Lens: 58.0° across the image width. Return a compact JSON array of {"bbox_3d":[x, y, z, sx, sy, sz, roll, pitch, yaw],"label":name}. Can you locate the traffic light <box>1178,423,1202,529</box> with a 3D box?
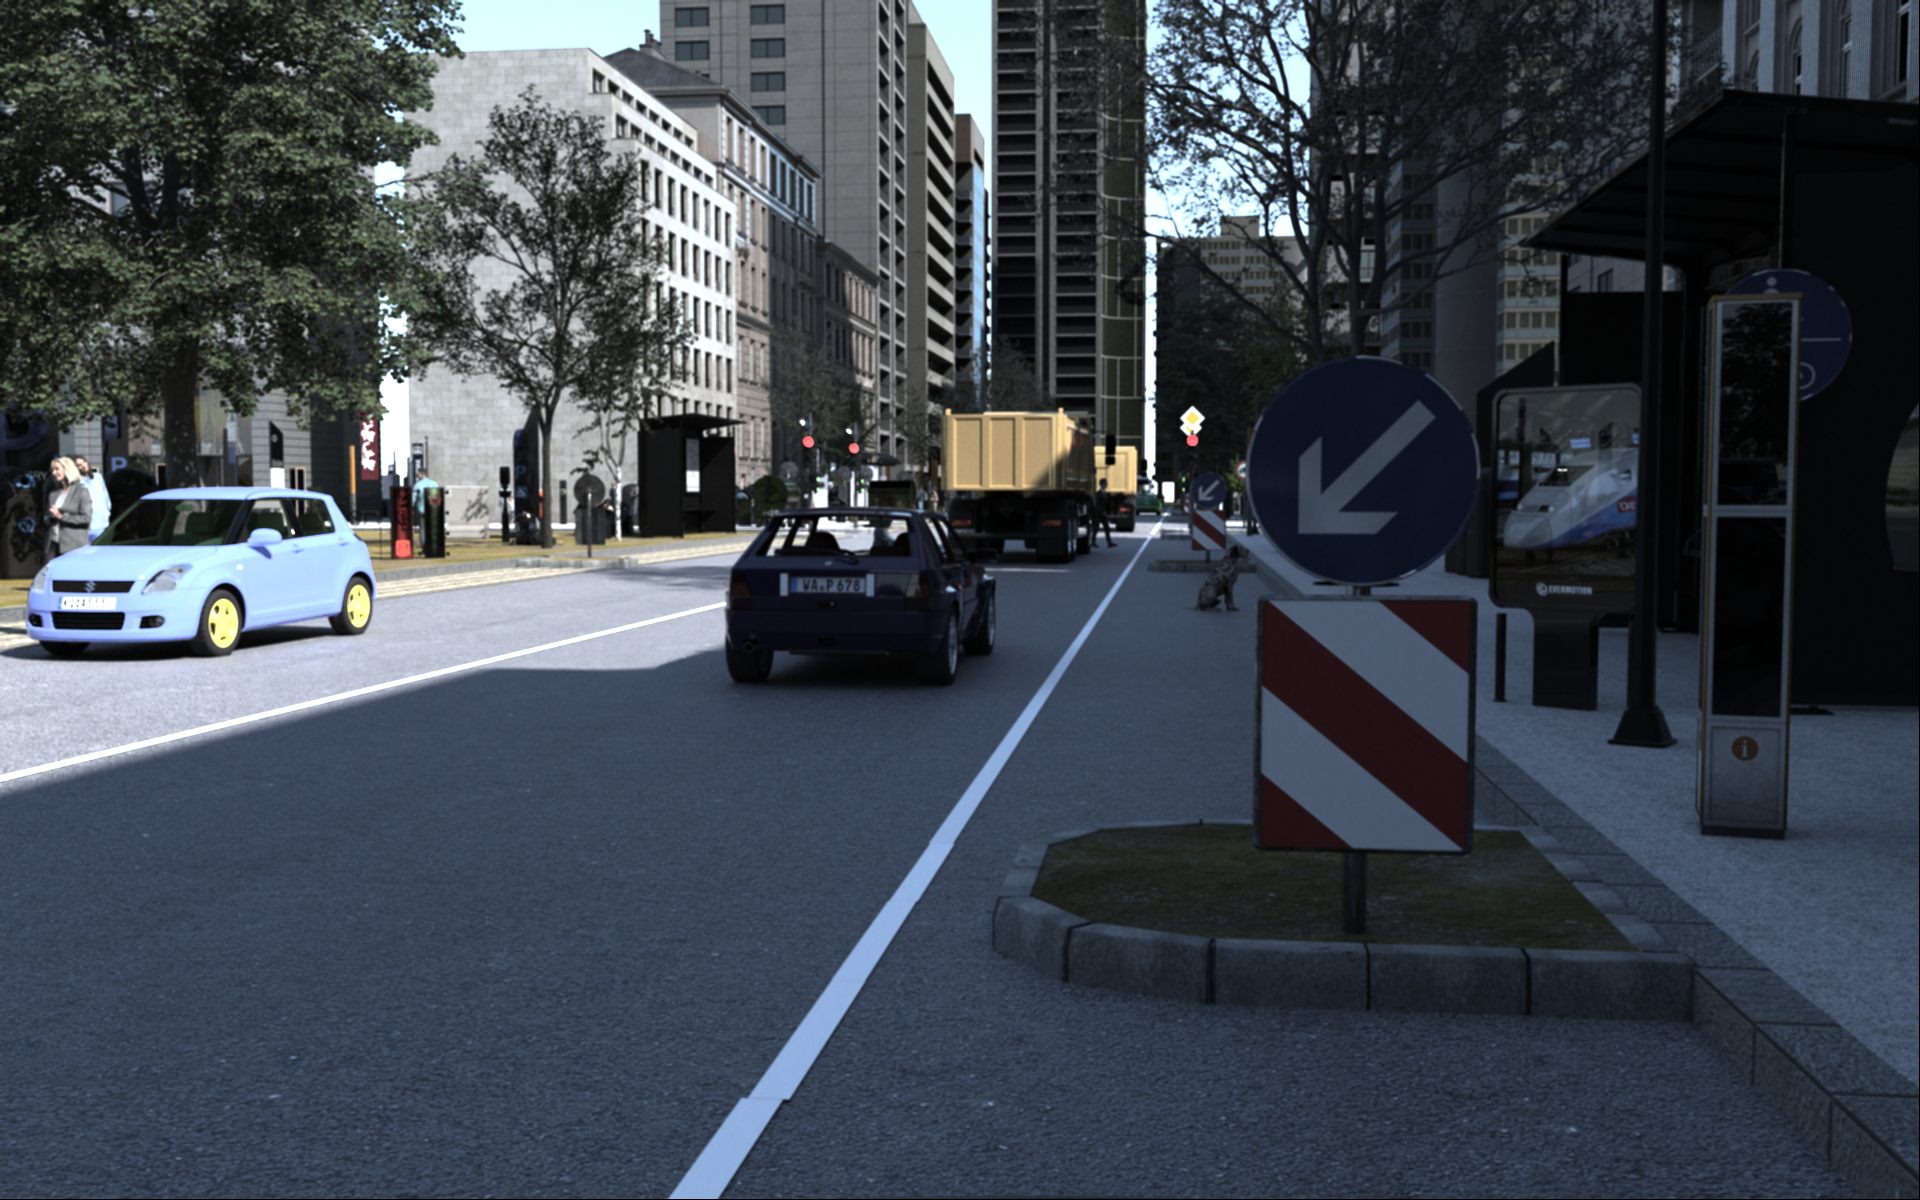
[{"bbox_3d":[8.387,-4.539,63.136,0.839,4.253,0.868,0,4,7],"label":"traffic light"}]

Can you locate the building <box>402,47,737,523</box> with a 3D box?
[{"bbox_3d":[-17.948,-13.972,83.189,10.420,20.320,16.860,0,4,7],"label":"building"}]

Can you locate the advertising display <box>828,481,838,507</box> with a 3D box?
[{"bbox_3d":[-6.481,-4.896,85.258,0.974,1.923,0.123,0,4,1],"label":"advertising display"}]

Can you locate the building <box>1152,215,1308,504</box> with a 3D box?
[{"bbox_3d":[39.287,-33.787,244.304,23.993,40.220,32.217,0,4,7],"label":"building"}]

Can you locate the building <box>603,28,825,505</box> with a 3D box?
[{"bbox_3d":[-16.662,-18.756,103.923,12.463,27.353,25.104,0,4,7],"label":"building"}]

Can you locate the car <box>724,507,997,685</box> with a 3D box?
[{"bbox_3d":[-0.713,-0.113,14.428,1.945,1.354,3.894,0,4,8],"label":"car"}]

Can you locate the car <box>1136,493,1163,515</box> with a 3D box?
[{"bbox_3d":[12.753,-6.655,117.601,1.959,1.807,4.718,1,4,9],"label":"car"}]

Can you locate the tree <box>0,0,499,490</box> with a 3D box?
[{"bbox_3d":[-12.123,-7.322,26.370,9.857,13.997,8.962,0,3,0],"label":"tree"}]

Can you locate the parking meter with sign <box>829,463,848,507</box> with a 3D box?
[{"bbox_3d":[-6.466,-6.165,97.052,1.738,3.016,0.543,2,4,32],"label":"parking meter with sign"}]

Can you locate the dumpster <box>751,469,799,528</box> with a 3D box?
[{"bbox_3d":[-7.073,-3.889,66.084,1.502,2.255,1.985,0,4,7],"label":"dumpster"}]

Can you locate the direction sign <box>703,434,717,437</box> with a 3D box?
[{"bbox_3d":[-9.509,-4.460,64.924,0.876,3.537,0.379,0,4,7],"label":"direction sign"}]

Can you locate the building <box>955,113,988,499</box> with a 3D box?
[{"bbox_3d":[-4.929,-33.678,200.750,14.200,45.320,14.600,0,4,7],"label":"building"}]

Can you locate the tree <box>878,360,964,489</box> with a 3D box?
[{"bbox_3d":[-2.293,-8.845,94.985,4.360,8.622,3.978,0,3,0],"label":"tree"}]

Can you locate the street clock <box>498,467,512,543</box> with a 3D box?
[{"bbox_3d":[-12.052,-2.528,45.905,0.358,2.002,0.471,-1,4,-19],"label":"street clock"}]

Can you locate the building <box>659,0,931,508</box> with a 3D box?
[{"bbox_3d":[-13.352,-43.632,151.633,20.563,71.187,20.611,0,4,7],"label":"building"}]

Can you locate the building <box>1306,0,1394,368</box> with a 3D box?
[{"bbox_3d":[45.907,-34.668,156.052,28.713,52.752,27.495,0,4,7],"label":"building"}]

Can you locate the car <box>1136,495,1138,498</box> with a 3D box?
[{"bbox_3d":[14.926,-8.503,151.391,2.083,1.381,4.827,1,4,8],"label":"car"}]

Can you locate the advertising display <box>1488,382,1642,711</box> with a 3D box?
[{"bbox_3d":[3.631,-0.314,10.345,0.123,1.923,0.974,-3,5,-43],"label":"advertising display"}]

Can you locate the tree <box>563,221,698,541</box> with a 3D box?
[{"bbox_3d":[-9.316,-5.934,47.384,4.360,8.622,3.978,0,3,0],"label":"tree"}]

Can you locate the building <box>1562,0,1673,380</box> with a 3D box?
[{"bbox_3d":[39.350,-38.949,75.063,20.611,71.187,20.563,0,4,7],"label":"building"}]

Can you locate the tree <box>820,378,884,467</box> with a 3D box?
[{"bbox_3d":[-6.934,-9.710,109.122,4.737,8.622,4.395,0,3,0],"label":"tree"}]

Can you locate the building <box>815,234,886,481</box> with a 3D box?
[{"bbox_3d":[-12.929,-17.812,127.378,11.583,22.565,21.152,0,4,7],"label":"building"}]

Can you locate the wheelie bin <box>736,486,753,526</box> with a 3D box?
[{"bbox_3d":[-8.702,-3.796,69.967,0.693,1.594,0.980,0,4,-3],"label":"wheelie bin"}]

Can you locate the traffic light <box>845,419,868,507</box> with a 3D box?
[{"bbox_3d":[-3.878,-4.633,64.670,0.839,4.253,0.868,0,4,7],"label":"traffic light"}]

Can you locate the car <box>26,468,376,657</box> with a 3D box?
[{"bbox_3d":[-7.129,-0.420,16.465,1.945,1.707,3.694,1,4,9],"label":"car"}]

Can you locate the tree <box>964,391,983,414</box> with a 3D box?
[{"bbox_3d":[0.778,-10.498,121.997,4.360,8.622,3.978,0,3,0],"label":"tree"}]

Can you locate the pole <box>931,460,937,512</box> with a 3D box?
[{"bbox_3d":[-1.608,-6.661,102.752,0.158,3.312,0.155,0,3,0],"label":"pole"}]

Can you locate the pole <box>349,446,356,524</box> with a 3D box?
[{"bbox_3d":[-25.641,-4.848,73.106,0.158,3.312,0.155,0,3,0],"label":"pole"}]

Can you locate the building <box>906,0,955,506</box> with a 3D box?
[{"bbox_3d":[-12.416,-33.661,174.061,21.300,48.544,21.600,0,4,7],"label":"building"}]

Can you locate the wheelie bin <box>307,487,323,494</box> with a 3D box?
[{"bbox_3d":[-28.605,-4.210,76.736,0.980,1.594,0.693,-2,4,-33],"label":"wheelie bin"}]

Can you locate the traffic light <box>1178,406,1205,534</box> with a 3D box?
[{"bbox_3d":[7.383,-4.055,55.214,0.839,4.253,0.868,0,4,7],"label":"traffic light"}]

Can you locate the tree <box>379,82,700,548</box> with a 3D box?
[{"bbox_3d":[-9.913,-6.482,40.386,8.767,10.594,7.601,1,4,18],"label":"tree"}]

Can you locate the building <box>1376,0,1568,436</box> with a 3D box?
[{"bbox_3d":[42.999,-26.310,122.042,32.217,40.220,23.993,0,4,7],"label":"building"}]

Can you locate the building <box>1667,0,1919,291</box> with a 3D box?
[{"bbox_3d":[22.390,-11.614,31.691,13.314,21.916,24.055,0,4,7],"label":"building"}]

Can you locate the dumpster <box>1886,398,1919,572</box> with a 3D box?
[{"bbox_3d":[4.275,-0.203,5.807,1.502,2.255,1.985,0,4,7],"label":"dumpster"}]

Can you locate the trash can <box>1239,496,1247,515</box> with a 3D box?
[{"bbox_3d":[16.897,-5.558,102.521,0.748,1.137,0.748,0,3,0],"label":"trash can"}]

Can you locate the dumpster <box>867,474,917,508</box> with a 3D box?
[{"bbox_3d":[-2.849,-4.108,72.116,1.985,2.255,1.502,0,4,6],"label":"dumpster"}]

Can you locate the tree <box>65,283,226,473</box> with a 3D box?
[{"bbox_3d":[-23.865,-6.153,50.957,4.360,8.622,3.978,0,3,0],"label":"tree"}]

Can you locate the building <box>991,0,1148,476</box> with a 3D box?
[{"bbox_3d":[15.400,-49.061,240.405,20.611,71.187,20.563,0,4,7],"label":"building"}]

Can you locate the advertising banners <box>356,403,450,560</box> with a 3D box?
[{"bbox_3d":[-10.931,-2.310,33.951,0.090,3.025,2.074,3,4,38],"label":"advertising banners"}]

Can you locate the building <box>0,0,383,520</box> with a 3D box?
[{"bbox_3d":[-44.770,-18.739,83.875,29.804,29.767,11.434,0,4,7],"label":"building"}]

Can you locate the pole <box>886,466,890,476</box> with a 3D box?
[{"bbox_3d":[-4.129,-6.452,99.325,0.158,3.312,0.155,0,3,0],"label":"pole"}]

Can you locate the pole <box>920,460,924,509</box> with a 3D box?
[{"bbox_3d":[-2.276,-6.718,103.682,0.158,3.312,0.155,0,3,0],"label":"pole"}]

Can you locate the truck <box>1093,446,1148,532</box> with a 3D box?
[{"bbox_3d":[5.740,-4.481,69.196,3.469,3.379,9.791,0,4,6],"label":"truck"}]

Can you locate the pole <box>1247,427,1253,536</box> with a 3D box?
[{"bbox_3d":[8.875,-3.620,53.029,0.158,3.312,0.155,0,3,0],"label":"pole"}]

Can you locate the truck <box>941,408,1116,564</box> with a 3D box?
[{"bbox_3d":[1.586,-2.664,39.485,3.469,3.379,9.791,1,4,9],"label":"truck"}]

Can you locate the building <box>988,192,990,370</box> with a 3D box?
[{"bbox_3d":[-3.551,-36.080,240.012,14.200,45.320,14.600,0,4,7],"label":"building"}]

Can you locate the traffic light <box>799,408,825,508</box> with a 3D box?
[{"bbox_3d":[-4.883,-4.148,56.748,0.839,4.253,0.868,0,4,7],"label":"traffic light"}]
